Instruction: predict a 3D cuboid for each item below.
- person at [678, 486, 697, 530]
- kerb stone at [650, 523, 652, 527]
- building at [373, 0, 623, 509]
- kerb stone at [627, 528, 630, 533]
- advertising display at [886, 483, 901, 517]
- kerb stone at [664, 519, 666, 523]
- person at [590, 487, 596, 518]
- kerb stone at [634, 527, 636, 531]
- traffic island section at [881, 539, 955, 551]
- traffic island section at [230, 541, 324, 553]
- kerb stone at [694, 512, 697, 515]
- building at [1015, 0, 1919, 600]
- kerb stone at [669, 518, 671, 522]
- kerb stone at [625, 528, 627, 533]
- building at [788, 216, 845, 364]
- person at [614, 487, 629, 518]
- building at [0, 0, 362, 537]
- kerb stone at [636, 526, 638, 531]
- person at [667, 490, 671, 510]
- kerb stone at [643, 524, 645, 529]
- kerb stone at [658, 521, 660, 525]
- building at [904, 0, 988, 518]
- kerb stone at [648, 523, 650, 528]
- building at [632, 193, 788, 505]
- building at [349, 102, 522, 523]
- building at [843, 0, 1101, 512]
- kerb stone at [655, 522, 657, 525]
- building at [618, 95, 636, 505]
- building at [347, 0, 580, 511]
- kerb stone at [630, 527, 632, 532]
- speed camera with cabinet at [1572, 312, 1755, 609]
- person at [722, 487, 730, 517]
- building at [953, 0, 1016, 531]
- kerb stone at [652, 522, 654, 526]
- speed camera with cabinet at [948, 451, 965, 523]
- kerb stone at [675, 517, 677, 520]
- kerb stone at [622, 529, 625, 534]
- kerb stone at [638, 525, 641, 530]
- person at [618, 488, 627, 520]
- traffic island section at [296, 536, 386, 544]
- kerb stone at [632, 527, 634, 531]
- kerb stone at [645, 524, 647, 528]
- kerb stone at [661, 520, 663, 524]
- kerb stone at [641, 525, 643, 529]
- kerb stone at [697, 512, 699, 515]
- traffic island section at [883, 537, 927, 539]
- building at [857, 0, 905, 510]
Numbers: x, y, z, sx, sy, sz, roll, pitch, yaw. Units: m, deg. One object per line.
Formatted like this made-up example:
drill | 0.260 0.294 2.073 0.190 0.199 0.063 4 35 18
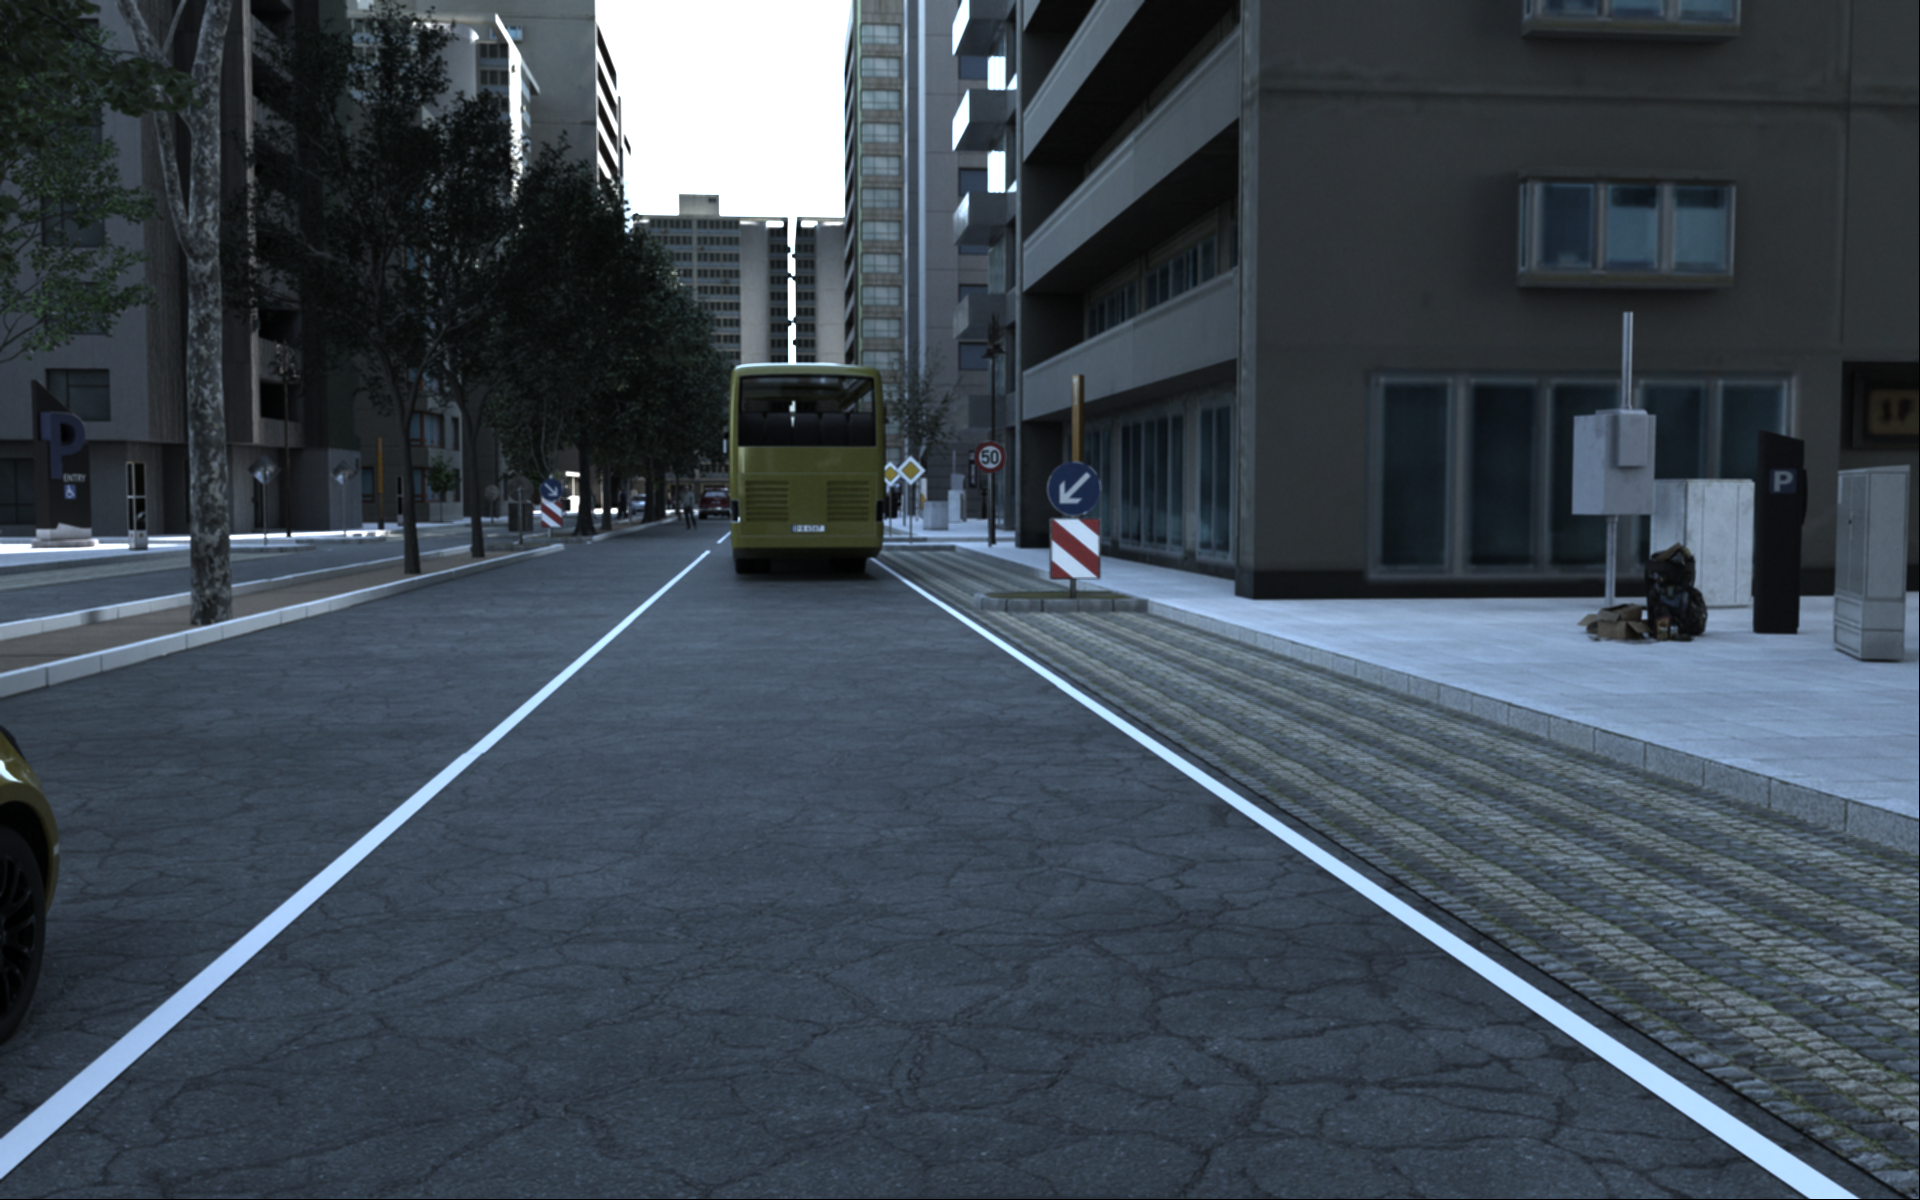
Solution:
person | -11.050 -3.728 69.946 0.782 1.767 0.515 1 4 19
kerb stone | -13.382 -3.168 74.073 0.120 0.150 1.000 0 4 -6
building | -42.926 -32.728 158.806 21.300 48.544 21.600 0 4 -6
kerb stone | -12.189 -2.488 62.875 0.120 0.150 1.000 0 4 -6
advertising display | -3.765 -5.654 97.653 0.974 1.923 0.123 1 4 23
kerb stone | -14.364 -3.732 83.250 0.120 0.150 1.000 0 4 -6
person | -21.788 -5.732 102.093 0.818 1.842 0.514 0 4 2
kerb stone | -12.523 -2.673 65.933 0.120 0.150 1.000 0 4 -6
traffic island section | -1.246 -1.369 44.656 2.009 0.180 2.903 0 4 -6
traffic island section | -17.247 -1.265 42.959 2.009 0.180 2.903 0 4 -6
kerb stone | -17.854 -5.729 115.860 0.120 0.150 1.000 0 4 -6
building | 13.039 -24.916 31.084 21.300 48.544 21.600 0 4 -6
kerb stone | -14.800 -3.984 87.326 0.120 0.150 1.000 0 4 -6
kerb stone | -12.081 -2.426 61.854 0.120 0.150 1.000 0 4 -6
building | -10.069 -32.819 228.464 23.993 40.220 32.217 0 4 -6
person | -20.001 -5.732 102.315 0.850 1.850 0.679 0 4 7
building | -28.713 -17.426 56.616 14.160 30.474 14.107 0 4 -6
kerb stone | -12.632 -2.735 66.951 0.120 0.150 1.000 0 4 -6
person | -25.663 -8.833 152.929 0.705 1.823 1.348 -1 4 -11
kerb stone | -12.953 -2.924 70.002 0.120 0.150 1.000 0 4 -6
kerb stone | -13.934 -3.486 79.184 0.120 0.150 1.000 0 4 -6
building | 7.138 -34.386 104.216 21.231 58.520 28.212 0 4 -6
kerb stone | -13.272 -3.111 73.056 0.120 0.150 1.000 0 4 -6
building | -33.982 -32.695 226.444 23.993 40.220 32.217 0 4 -6
building | -39.083 -14.979 89.939 27.650 21.520 28.899 0 4 -6
building | 0.306 -32.880 161.284 21.300 48.544 21.600 0 4 -6
kerb stone | -13.714 -3.359 77.131 0.120 0.150 1.000 0 4 -6
building | -43.612 -33.051 190.491 14.200 45.320 14.600 0 4 -6
building | -46.680 -27.099 134.954 32.217 40.220 23.993 0 4 -6
kerb stone | -12.300 -2.551 63.901 0.120 0.150 1.000 0 4 -6
speed camera with cabinet | 7.855 -1.528 19.319 2.038 3.252 0.660 -1 4 -18
person | -14.504 -6.106 107.701 0.648 1.900 0.474 0 4 -1
building | 14.929 -27.243 65.032 30.456 49.044 23.786 0 4 -6
kerb stone | -13.493 -3.233 75.093 0.120 0.150 1.000 0 4 -6
speed camera with cabinet | -0.148 -5.126 78.147 0.660 3.252 2.038 0 4 6
kerb stone | -15.348 -4.290 92.420 0.120 0.150 1.000 0 4 -6
kerb stone | -11.970 -2.359 60.838 0.120 0.150 1.000 0 4 -6
kerb stone | -12.728 -2.800 67.968 0.120 0.150 1.000 0 4 -6
person | -18.838 -5.375 96.799 0.576 1.772 0.534 1 4 17
traffic island section | -18.095 -1.750 50.899 2.009 0.180 2.903 0 4 -6
kerb stone | -12.412 -2.613 64.917 0.120 0.150 1.000 0 4 -6
kerb stone | -13.056 -2.980 71.020 0.120 0.150 1.000 0 4 -6
kerb stone | -14.151 -3.610 81.217 0.120 0.150 1.000 0 4 -6
kerb stone | -12.838 -2.858 68.987 0.120 0.150 1.000 0 4 -6
kerb stone | -18.611 -6.164 122.992 0.120 0.150 1.000 0 4 -6
traffic island section | -2.094 -1.854 52.597 2.009 0.180 2.903 0 4 -6
building | -1.461 -28.097 142.976 14.154 41.232 14.086 0 4 -6
